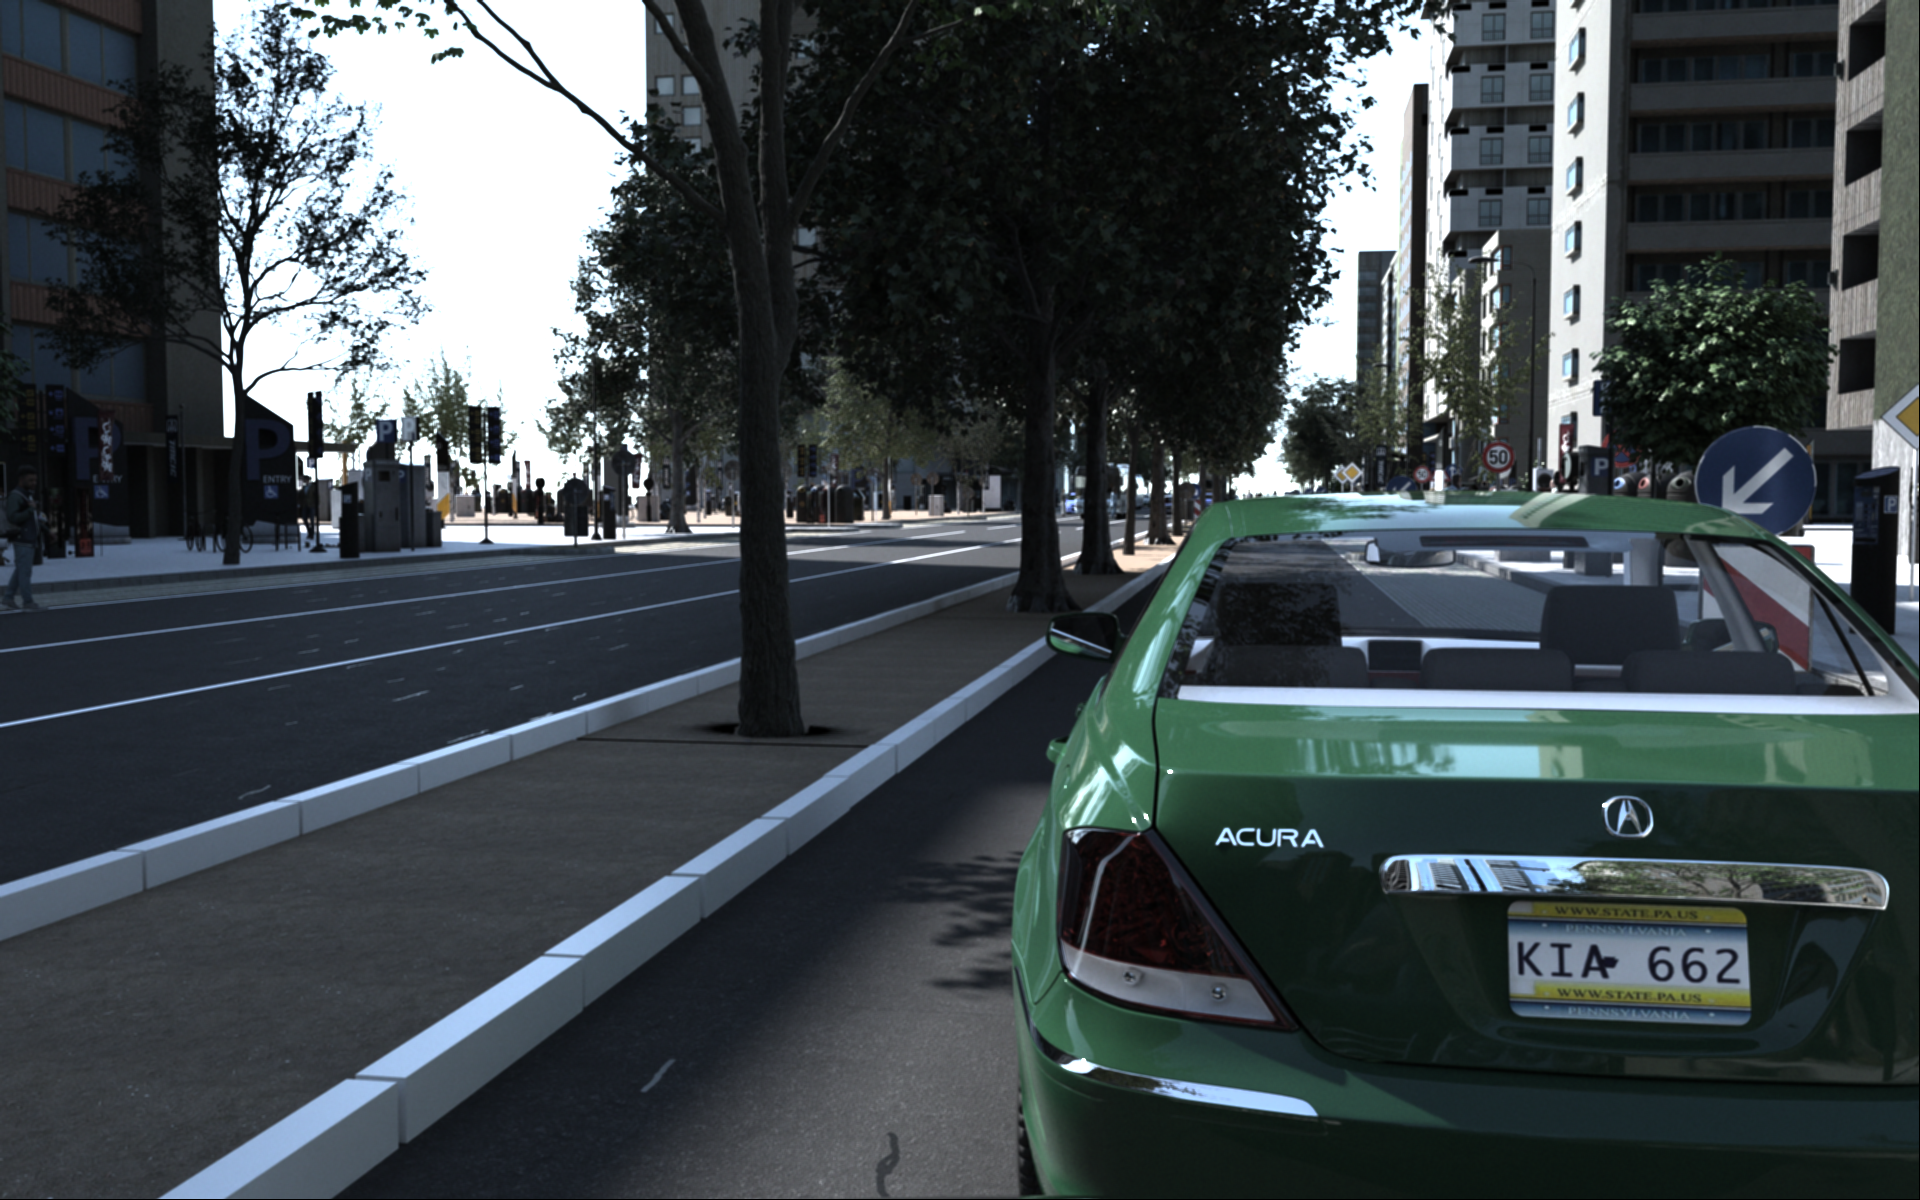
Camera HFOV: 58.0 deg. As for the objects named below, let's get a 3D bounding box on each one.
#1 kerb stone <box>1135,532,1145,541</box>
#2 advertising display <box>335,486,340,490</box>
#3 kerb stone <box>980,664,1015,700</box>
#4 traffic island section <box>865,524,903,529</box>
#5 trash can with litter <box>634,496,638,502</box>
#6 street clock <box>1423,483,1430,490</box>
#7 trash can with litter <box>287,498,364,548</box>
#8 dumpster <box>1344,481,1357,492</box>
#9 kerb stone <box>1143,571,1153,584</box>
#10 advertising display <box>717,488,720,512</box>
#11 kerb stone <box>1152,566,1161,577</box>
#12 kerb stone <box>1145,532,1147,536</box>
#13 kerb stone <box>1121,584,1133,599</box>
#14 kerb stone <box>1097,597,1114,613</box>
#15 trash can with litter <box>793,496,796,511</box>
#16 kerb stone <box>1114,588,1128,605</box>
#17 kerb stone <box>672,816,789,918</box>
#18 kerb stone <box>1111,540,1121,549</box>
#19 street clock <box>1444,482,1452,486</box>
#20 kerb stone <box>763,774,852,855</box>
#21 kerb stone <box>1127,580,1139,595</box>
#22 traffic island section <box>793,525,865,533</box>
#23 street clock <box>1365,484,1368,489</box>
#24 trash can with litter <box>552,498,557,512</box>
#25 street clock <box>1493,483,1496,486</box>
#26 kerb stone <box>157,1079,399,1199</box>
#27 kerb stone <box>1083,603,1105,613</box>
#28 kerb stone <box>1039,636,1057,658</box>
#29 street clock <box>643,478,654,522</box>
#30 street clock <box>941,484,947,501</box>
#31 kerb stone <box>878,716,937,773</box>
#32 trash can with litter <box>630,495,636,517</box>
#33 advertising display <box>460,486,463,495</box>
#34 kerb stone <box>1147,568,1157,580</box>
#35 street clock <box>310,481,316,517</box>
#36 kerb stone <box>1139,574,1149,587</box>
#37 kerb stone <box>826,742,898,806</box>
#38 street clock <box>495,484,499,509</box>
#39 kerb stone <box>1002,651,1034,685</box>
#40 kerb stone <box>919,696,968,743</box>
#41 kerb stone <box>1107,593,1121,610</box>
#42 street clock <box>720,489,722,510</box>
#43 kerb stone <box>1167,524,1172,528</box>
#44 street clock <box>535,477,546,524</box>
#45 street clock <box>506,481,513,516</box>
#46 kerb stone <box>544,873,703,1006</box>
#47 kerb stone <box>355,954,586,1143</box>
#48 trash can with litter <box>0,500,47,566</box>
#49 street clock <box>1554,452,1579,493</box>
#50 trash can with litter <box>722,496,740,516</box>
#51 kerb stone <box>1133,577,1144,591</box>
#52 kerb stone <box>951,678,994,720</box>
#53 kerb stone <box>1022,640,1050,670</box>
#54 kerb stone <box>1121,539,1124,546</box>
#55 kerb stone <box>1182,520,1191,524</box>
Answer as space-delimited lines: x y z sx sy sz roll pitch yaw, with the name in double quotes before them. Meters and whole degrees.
"kerb stone" 5.715 -2.016 55.153 0.120 0.150 1.000 1 4 10
"advertising display" -48.289 -7.951 135.207 0.974 1.923 0.123 -2 4 -35
"kerb stone" 0.246 0.603 12.405 0.120 0.150 1.000 1 4 10
"traffic island section" -3.586 -3.119 73.268 2.009 0.180 2.903 1 4 10
"trash can with litter" -25.764 -7.841 139.591 0.624 1.170 1.055 1 4 14
"street clock" 31.727 -6.877 117.009 0.358 2.002 0.471 2 4 28
"trash can with litter" -15.063 -1.880 41.803 2.233 1.210 1.678 -1 4 -22
"dumpster" 28.557 -7.676 127.998 1.502 2.255 1.985 1 4 10
"kerb stone" 2.940 -0.326 27.524 0.120 0.150 1.000 1 4 10
"advertising display" -17.821 -7.497 127.784 0.123 1.923 0.974 0 4 -2
"kerb stone" 3.287 -0.449 29.539 0.120 0.150 1.000 1 4 10
"kerb stone" 5.897 -2.077 56.159 0.120 0.150 1.000 1 4 10
"kerb stone" 2.218 -0.077 23.495 0.120 0.150 1.000 1 4 10
"kerb stone" 1.681 0.105 20.472 0.120 0.150 1.000 1 4 10
"trash can with litter" -12.363 -7.433 132.582 2.233 1.210 1.678 -3 5 -39
"kerb stone" 2.042 -0.015 22.488 0.120 0.150 1.000 1 4 10
"kerb stone" -0.831 0.969 6.348 0.120 0.150 1.000 1 4 10
"kerb stone" 4.104 -1.460 46.093 0.120 0.150 1.000 1 4 10
"street clock" 34.288 -7.212 122.493 0.358 2.002 0.471 -1 4 -23
"kerb stone" -0.646 0.907 7.368 0.120 0.150 1.000 1 4 10
"kerb stone" 2.397 -0.141 24.503 0.120 0.150 1.000 1 4 10
"traffic island section" -4.984 -2.638 65.406 2.009 0.180 2.903 1 4 10
"street clock" 28.128 -7.046 119.765 0.471 2.002 0.358 0 4 -2
"trash can with litter" -27.515 -6.499 117.638 1.055 1.170 0.624 0 4 1
"street clock" 33.447 -6.317 107.853 0.471 2.002 0.358 -1 4 -21
"kerb stone" -1.376 1.158 3.307 0.120 0.150 1.000 1 4 10
"kerb stone" 1.489 0.171 19.468 0.120 0.150 1.000 1 4 10
"kerb stone" 0.785 0.416 15.432 0.120 0.150 1.000 1 4 10
"street clock" -14.262 -4.572 79.321 0.471 2.002 0.358 -2 4 -26
"street clock" -1.162 -7.397 125.516 0.358 2.002 0.471 -1 4 -23
"kerb stone" -0.291 0.784 9.382 0.120 0.150 1.000 1 4 10
"trash can with litter" -17.485 -5.282 97.422 1.678 1.210 2.233 0 4 -6
"advertising display" -40.874 -8.338 141.538 0.974 1.923 0.123 3 5 45
"kerb stone" 3.114 -0.388 28.532 0.120 0.150 1.000 1 4 10
"street clock" -36.819 -5.750 98.584 0.358 2.002 0.471 1 4 10
"kerb stone" 2.755 -0.258 26.519 0.120 0.150 1.000 1 4 10
"kerb stone" -0.478 0.845 8.376 0.120 0.150 1.000 1 4 10
"street clock" -32.863 -7.225 122.703 0.358 2.002 0.471 -2 4 -32
"kerb stone" 0.430 0.537 13.411 0.120 0.150 1.000 1 4 10
"kerb stone" -0.114 0.723 10.389 0.120 0.150 1.000 1 4 10
"kerb stone" 1.865 0.044 21.478 0.120 0.150 1.000 1 4 10
"street clock" -18.802 -8.003 135.418 0.358 2.002 0.471 -3 4 -38
"kerb stone" 9.041 -3.159 73.837 0.120 0.150 1.000 1 4 10
"street clock" -18.126 -4.297 74.832 0.358 2.002 0.471 1 4 21
"street clock" -25.795 -5.799 99.387 0.471 2.002 0.358 3 5 41
"kerb stone" -1.018 1.034 5.330 0.120 0.150 1.000 1 4 10
"kerb stone" -1.192 1.096 4.319 0.120 0.150 1.000 1 4 10
"trash can with litter" -16.978 -1.203 31.056 1.055 1.170 0.624 -2 4 -35
"street clock" 10.490 -1.538 29.716 0.358 2.002 0.471 0 4 -2
"trash can with litter" -13.238 -5.453 100.539 0.624 1.170 1.055 3 5 43
"kerb stone" 2.575 -0.203 25.511 0.120 0.150 1.000 1 4 10
"kerb stone" 0.070 0.660 11.398 0.120 0.150 1.000 1 4 10
"kerb stone" 0.605 0.475 14.425 0.120 0.150 1.000 1 4 10
"kerb stone" 4.286 -1.523 47.099 0.120 0.150 1.000 1 4 10
"kerb stone" 11.373 -3.955 86.969 0.120 0.150 1.000 1 4 10
